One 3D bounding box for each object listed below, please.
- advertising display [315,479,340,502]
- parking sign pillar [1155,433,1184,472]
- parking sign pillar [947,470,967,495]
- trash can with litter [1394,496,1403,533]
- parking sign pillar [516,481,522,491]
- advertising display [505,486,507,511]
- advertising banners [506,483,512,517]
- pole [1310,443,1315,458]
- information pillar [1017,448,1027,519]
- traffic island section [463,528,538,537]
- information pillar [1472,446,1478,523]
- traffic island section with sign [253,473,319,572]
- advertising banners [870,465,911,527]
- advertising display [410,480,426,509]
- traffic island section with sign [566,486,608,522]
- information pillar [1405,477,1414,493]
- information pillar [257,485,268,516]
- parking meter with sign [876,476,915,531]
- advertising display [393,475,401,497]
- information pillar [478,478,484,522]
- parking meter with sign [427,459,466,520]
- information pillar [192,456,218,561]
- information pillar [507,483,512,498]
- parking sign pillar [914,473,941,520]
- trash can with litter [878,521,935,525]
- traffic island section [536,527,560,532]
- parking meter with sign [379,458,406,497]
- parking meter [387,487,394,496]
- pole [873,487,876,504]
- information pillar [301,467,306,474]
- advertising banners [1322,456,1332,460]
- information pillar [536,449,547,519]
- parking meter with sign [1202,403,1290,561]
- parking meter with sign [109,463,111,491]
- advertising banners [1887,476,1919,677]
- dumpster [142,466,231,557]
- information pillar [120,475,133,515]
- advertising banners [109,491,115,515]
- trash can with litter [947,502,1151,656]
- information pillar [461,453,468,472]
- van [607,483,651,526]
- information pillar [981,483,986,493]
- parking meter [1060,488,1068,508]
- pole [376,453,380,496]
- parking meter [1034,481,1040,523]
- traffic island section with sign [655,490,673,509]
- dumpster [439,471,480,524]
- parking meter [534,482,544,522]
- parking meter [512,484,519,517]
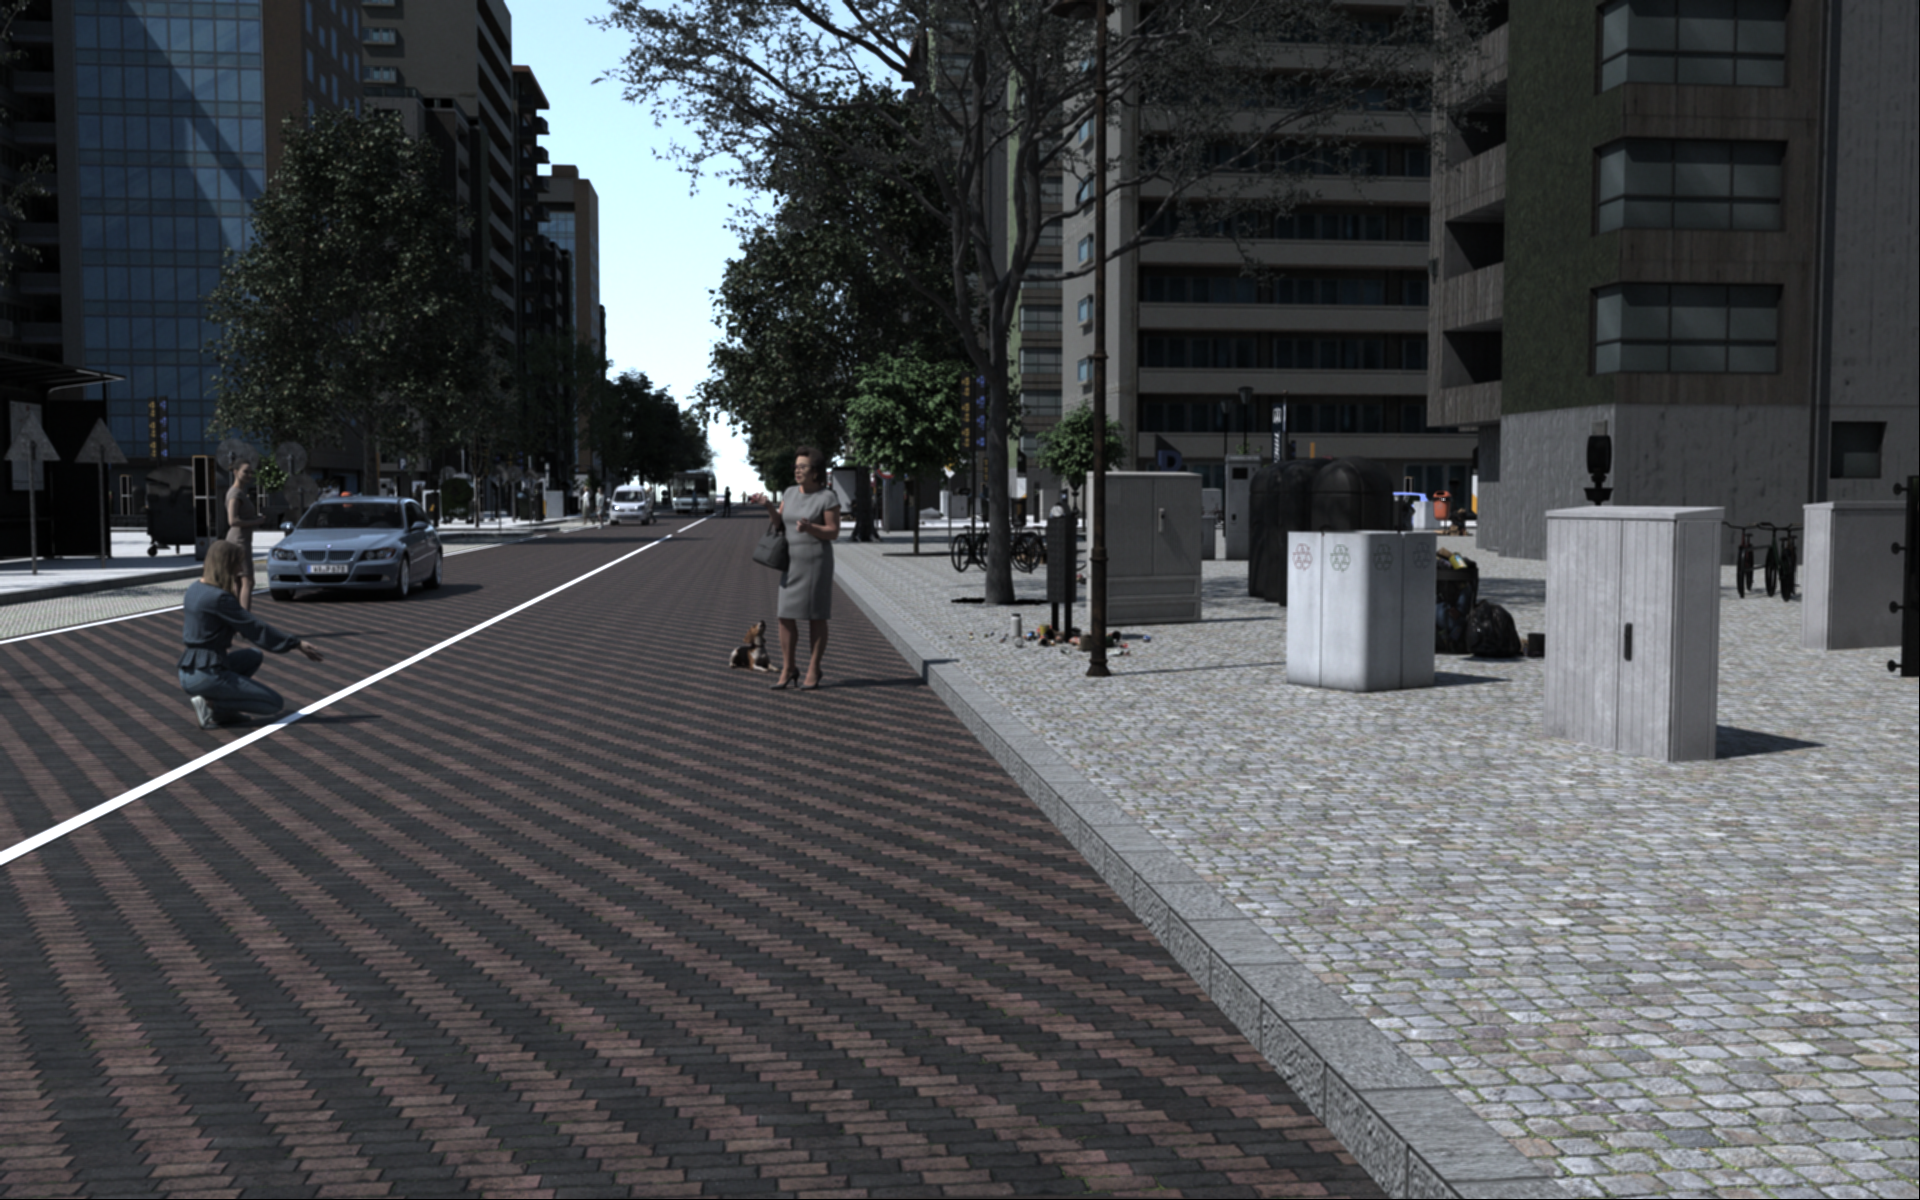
[{"bbox_3d":[-26.699,-4.157,73.175,0.974,1.923,0.123,-2,4,-29],"label":"advertising display"},{"bbox_3d":[9.328,-5.421,77.100,1.447,3.967,1.447,-2,4,-24],"label":"parking sign pillar"},{"bbox_3d":[-0.205,-7.901,117.647,1.447,3.967,1.447,1,4,21],"label":"parking sign pillar"},{"bbox_3d":[12.928,-2.456,51.209,1.678,1.210,2.233,0,4,1],"label":"trash can with litter"},{"bbox_3d":[-34.612,-9.007,135.733,1.447,3.967,1.447,0,4,-5],"label":"parking sign pillar"},{"bbox_3d":[-31.824,-7.173,122.487,0.123,1.923,0.974,2,4,26],"label":"advertising display"},{"bbox_3d":[-25.424,-6.213,97.777,0.090,3.025,2.074,-1,4,-23],"label":"advertising banners"},{"bbox_3d":[13.956,-4.575,68.652,0.158,3.312,0.155,0,3,0],"label":"pole"},{"bbox_3d":[3.109,-5.883,87.545,0.504,3.616,0.183,1,4,16],"label":"information pillar"},{"bbox_3d":[-15.497,-2.202,58.288,2.009,0.180,2.903,0,4,-7],"label":"traffic island section"},{"bbox_3d":[22.692,-5.167,75.831,0.504,3.616,0.183,2,4,25],"label":"information pillar"},{"bbox_3d":[-12.502,-1.469,32.644,1.989,1.847,2.006,0,4,-7],"label":"traffic island section with sign"},{"bbox_3d":[-2.823,-4.357,67.429,2.074,3.025,0.090,2,4,28],"label":"advertising banners"},{"bbox_3d":[-24.943,-4.559,79.751,0.123,1.923,0.974,2,4,25],"label":"advertising display"},{"bbox_3d":[-19.059,-4.887,88.536,1.989,1.847,2.006,0,4,-7],"label":"traffic island section with sign"},{"bbox_3d":[19.431,-4.308,74.921,0.304,2.012,0.304,3,5,40],"label":"information pillar"},{"bbox_3d":[-28.803,-4.103,71.576,0.304,2.012,0.304,1,4,11],"label":"information pillar"},{"bbox_3d":[-2.280,-3.898,59.987,0.543,3.016,1.738,3,5,43],"label":"parking meter with sign"},{"bbox_3d":[-18.723,-3.206,57.624,0.123,1.923,0.974,-2,4,-24],"label":"advertising display"},{"bbox_3d":[-22.187,-4.613,79.913,0.304,2.012,0.304,2,4,30],"label":"information pillar"},{"bbox_3d":[-25.157,-5.421,84.893,1.738,3.016,0.543,-1,4,-11],"label":"parking meter with sign"},{"bbox_3d":[-14.504,-1.761,33.289,0.304,2.012,0.304,0,4,7],"label":"information pillar"},{"bbox_3d":[-30.898,-6.988,118.751,0.304,2.012,0.304,-2,4,-27],"label":"information pillar"},{"bbox_3d":[-1.670,-6.059,87.541,1.447,3.967,1.447,1,4,10],"label":"parking sign pillar"},{"bbox_3d":[-2.170,-3.741,72.228,2.233,1.210,1.678,1,4,21],"label":"trash can with litter"},{"bbox_3d":[-16.429,-2.687,66.218,2.009,0.180,2.903,0,4,-7],"label":"traffic island section"},{"bbox_3d":[-28.064,-5.422,84.915,1.738,3.016,0.543,1,4,14],"label":"parking meter with sign"},{"bbox_3d":[-21.291,-3.460,64.985,0.372,1.533,0.369,0,3,0],"label":"parking meter"},{"bbox_3d":[-4.443,-5.937,90.908,0.158,3.312,0.155,0,3,0],"label":"pole"},{"bbox_3d":[-30.031,-5.376,79.248,0.183,3.616,0.504,0,4,-8],"label":"information pillar"},{"bbox_3d":[17.288,-5.023,78.309,2.074,3.025,0.090,3,4,38],"label":"advertising banners"},{"bbox_3d":[-21.441,-5.949,88.626,0.504,3.616,0.183,-1,4,-19],"label":"information pillar"},{"bbox_3d":[5.459,-2.275,33.455,1.738,3.016,0.543,0,4,6],"label":"parking meter with sign"},{"bbox_3d":[-41.703,-5.399,84.533,0.543,3.016,1.738,-2,4,-25],"label":"parking meter with sign"},{"bbox_3d":[7.545,-0.979,12.189,2.074,3.025,0.090,-1,4,-8],"label":"advertising banners"},{"bbox_3d":[-16.185,-1.866,36.274,1.264,1.857,1.865,0,4,-7],"label":"dumpster"},{"bbox_3d":[-32.712,-3.884,67.999,0.304,2.012,0.304,0,4,1],"label":"information pillar"},{"bbox_3d":[-38.645,-5.004,78.005,2.074,3.025,0.090,3,4,36],"label":"advertising banners"},{"bbox_3d":[0.851,-0.225,14.733,1.678,1.210,2.233,-1,4,-10],"label":"trash can with litter"},{"bbox_3d":[-28.282,-6.582,98.967,0.504,3.616,0.183,2,4,31],"label":"information pillar"},{"bbox_3d":[-15.248,-4.462,79.959,2.013,2.044,4.112,0,4,-8],"label":"van"},{"bbox_3d":[1.601,-6.997,118.887,0.304,2.012,0.304,-1,4,-12],"label":"information pillar"},{"bbox_3d":[4.499,-4.078,75.084,0.372,1.533,0.369,0,3,0],"label":"parking meter"},{"bbox_3d":[-28.782,-5.611,85.577,0.158,3.312,0.155,0,3,0],"label":"pole"},{"bbox_3d":[3.397,-4.337,76.617,0.255,1.863,0.399,0,4,4],"label":"parking meter"},{"bbox_3d":[-28.025,-9.552,164.802,1.989,1.847,2.006,0,4,-7],"label":"traffic island section with sign"},{"bbox_3d":[-21.462,-4.383,74.156,1.502,2.255,1.985,0,4,-6],"label":"dumpster"},{"bbox_3d":[-19.713,-4.607,81.038,0.255,1.863,0.399,2,4,26],"label":"parking meter"},{"bbox_3d":[-24.635,-5.524,96.029,0.255,1.863,0.399,1,4,18],"label":"parking meter"}]
